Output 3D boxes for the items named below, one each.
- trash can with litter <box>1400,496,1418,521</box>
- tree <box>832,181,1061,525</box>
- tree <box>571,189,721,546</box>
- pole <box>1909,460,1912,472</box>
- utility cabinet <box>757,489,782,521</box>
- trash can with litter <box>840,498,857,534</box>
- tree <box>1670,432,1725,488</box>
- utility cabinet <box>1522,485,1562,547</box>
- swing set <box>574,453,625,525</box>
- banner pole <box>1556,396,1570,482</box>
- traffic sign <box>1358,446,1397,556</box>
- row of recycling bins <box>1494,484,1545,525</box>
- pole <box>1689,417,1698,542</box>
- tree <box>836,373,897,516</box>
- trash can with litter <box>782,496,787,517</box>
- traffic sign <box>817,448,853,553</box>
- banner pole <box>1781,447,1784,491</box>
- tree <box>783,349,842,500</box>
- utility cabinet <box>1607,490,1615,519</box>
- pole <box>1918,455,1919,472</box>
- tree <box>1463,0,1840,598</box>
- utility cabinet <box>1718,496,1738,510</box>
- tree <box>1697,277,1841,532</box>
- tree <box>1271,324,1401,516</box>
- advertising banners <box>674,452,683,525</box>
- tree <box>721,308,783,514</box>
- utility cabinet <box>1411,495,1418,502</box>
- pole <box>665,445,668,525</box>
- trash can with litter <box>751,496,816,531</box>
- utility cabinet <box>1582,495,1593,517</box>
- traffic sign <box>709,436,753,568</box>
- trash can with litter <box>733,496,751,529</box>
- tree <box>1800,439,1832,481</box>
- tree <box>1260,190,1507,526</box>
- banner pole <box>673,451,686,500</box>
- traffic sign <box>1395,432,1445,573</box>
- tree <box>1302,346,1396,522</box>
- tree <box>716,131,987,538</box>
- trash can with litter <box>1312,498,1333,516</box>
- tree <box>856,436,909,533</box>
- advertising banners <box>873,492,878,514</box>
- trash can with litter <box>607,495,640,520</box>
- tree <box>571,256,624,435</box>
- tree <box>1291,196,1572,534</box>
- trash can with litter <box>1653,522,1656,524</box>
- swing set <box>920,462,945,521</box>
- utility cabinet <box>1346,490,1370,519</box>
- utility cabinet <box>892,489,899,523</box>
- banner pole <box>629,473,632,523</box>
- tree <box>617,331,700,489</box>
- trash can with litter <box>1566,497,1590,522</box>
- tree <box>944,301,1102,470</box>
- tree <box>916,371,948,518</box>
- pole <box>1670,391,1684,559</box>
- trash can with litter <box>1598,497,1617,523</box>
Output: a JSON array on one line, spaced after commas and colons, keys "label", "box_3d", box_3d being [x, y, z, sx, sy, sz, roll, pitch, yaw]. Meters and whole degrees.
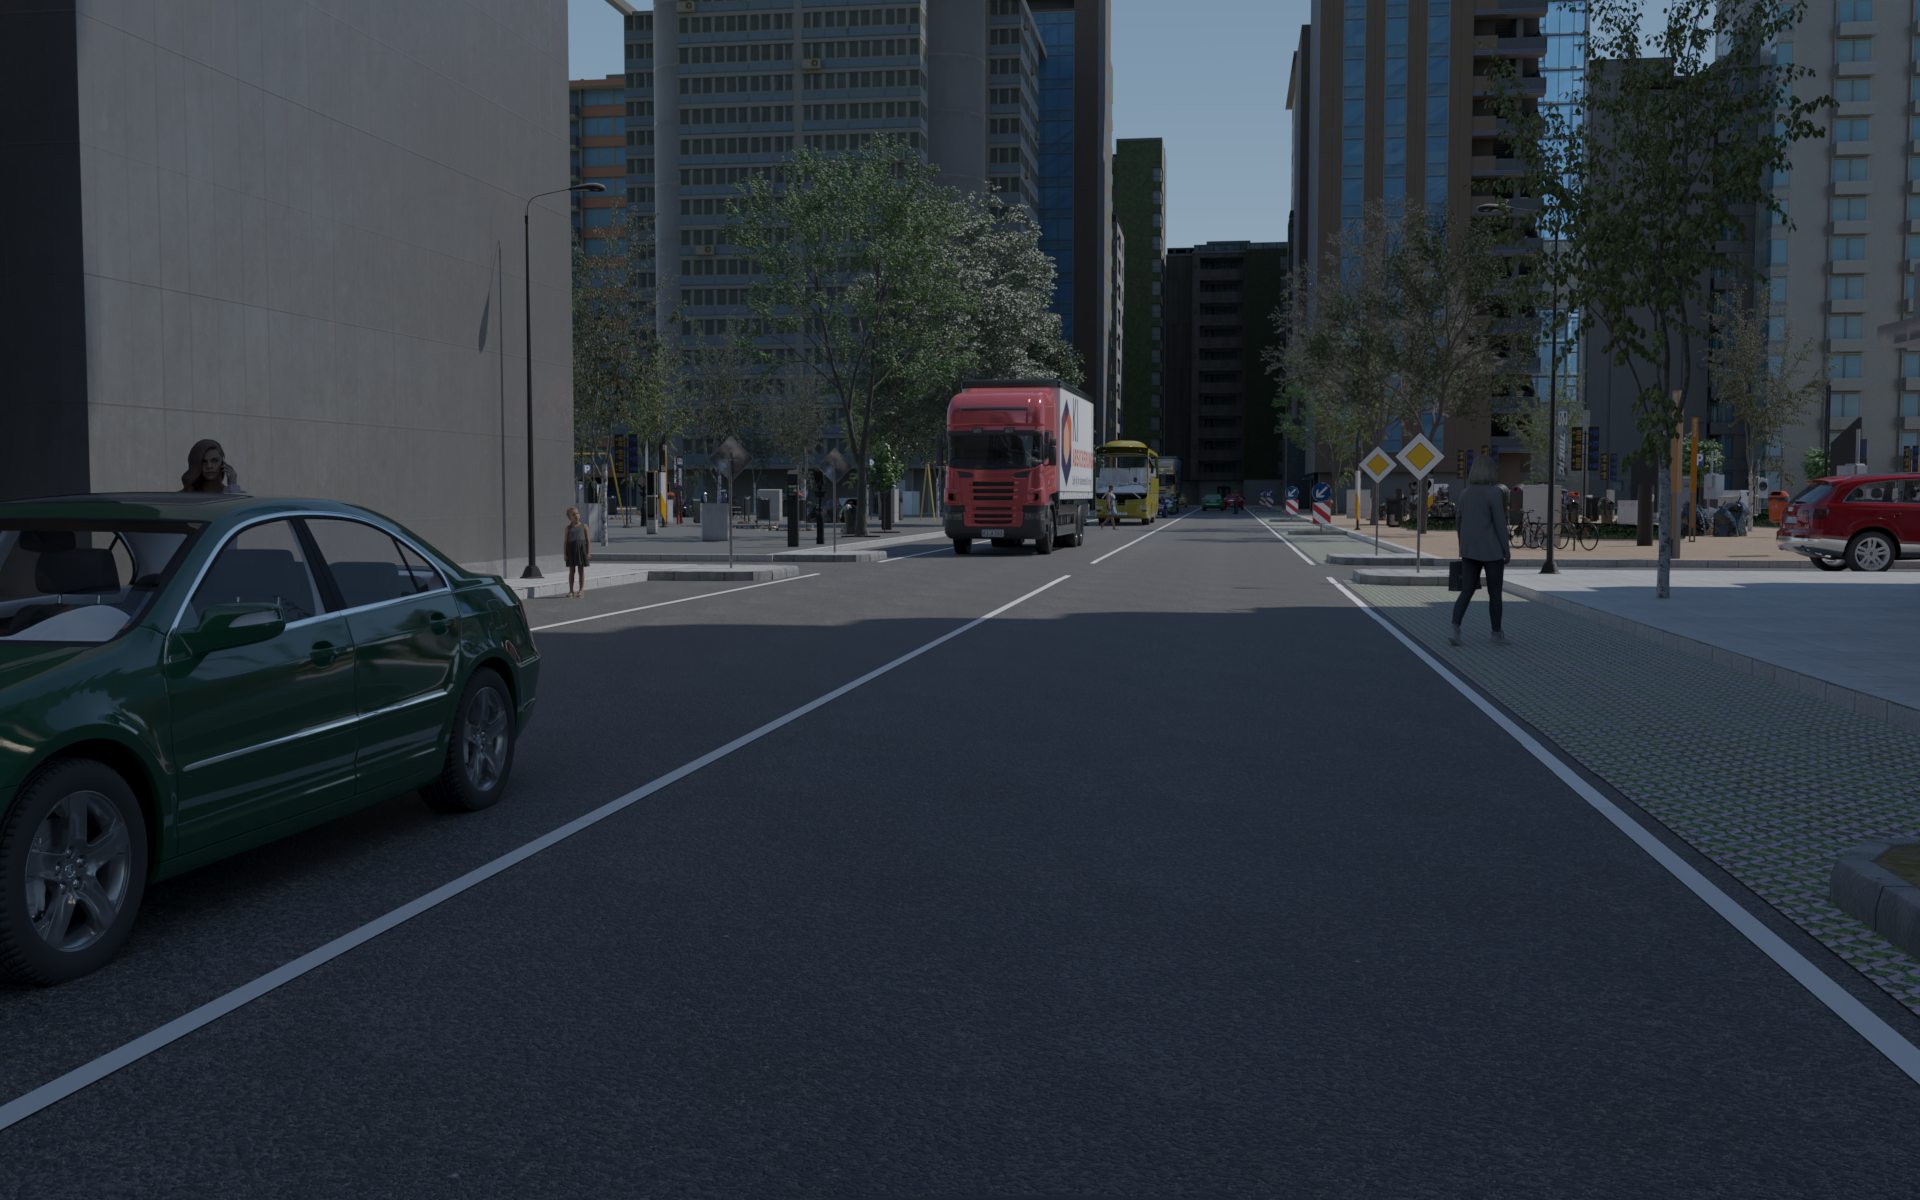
[{"label": "trash can with litter", "box_3d": [18.670, -3.708, 72.008, 1.055, 1.170, 0.624, 1, 4, 13]}, {"label": "tree", "box_3d": [-0.509, -10.067, 71.252, 9.857, 13.997, 8.962, 0, 3, 0]}, {"label": "tree", "box_3d": [-8.733, -5.651, 42.759, 4.360, 8.622, 3.978, 0, 3, 0]}, {"label": "pole", "box_3d": [56.831, -6.719, 103.693, 0.158, 3.312, 0.155, 0, 3, 0]}, {"label": "utility cabinet", "box_3d": [-9.015, -4.484, 81.999, 1.173, 1.500, 0.318, 1, 4, 20]}, {"label": "trash can with litter", "box_3d": [-3.542, -2.667, 54.988, 0.624, 1.170, 1.055, -2, 4, -25]}, {"label": "tree", "box_3d": [37.534, -6.436, 88.946, 4.285, 4.588, 4.351, 0, 3, 0]}, {"label": "utility cabinet", "box_3d": [14.125, -2.039, 42.020, 0.318, 1.500, 1.173, -1, 4, -15]}, {"label": "swing set", "box_3d": [-14.847, -4.203, 66.343, 3.119, 2.851, 2.862, 1, 4, 13]}, {"label": "banner pole", "box_3d": [14.989, -3.266, 43.410, 0.401, 3.779, 0.863, -1, 4, -16]}, {"label": "traffic sign", "box_3d": [8.671, -1.979, 36.003, 0.795, 2.450, 0.064, 1, 4, 9]}, {"label": "row of recycling bins", "box_3d": [22.651, -3.939, 71.515, 3.534, 1.692, 1.069, 3, 4, 38]}, {"label": "pole", "box_3d": [19.555, -3.201, 46.171, 0.158, 3.312, 0.155, 0, 3, 0]}, {"label": "tree", "box_3d": [-5.306, -9.137, 99.754, 4.737, 8.622, 4.395, 0, 3, 0]}, {"label": "trash can with litter", "box_3d": [-9.619, -5.279, 97.698, 1.055, 1.170, 0.624, 1, 4, 11]}, {"label": "traffic sign", "box_3d": [-2.735, -2.088, 37.783, 0.795, 2.450, 0.064, 1, 4, 9]}, {"label": "banner pole", "box_3d": [44.051, -6.292, 92.883, 0.401, 3.779, 0.863, 1, 4, 23]}, {"label": "tree", "box_3d": [-8.091, -8.371, 87.226, 4.360, 8.622, 3.978, 0, 3, 0]}, {"label": "utility cabinet", "box_3d": [33.047, -4.849, 87.963, 0.318, 1.500, 1.173, 1, 4, 16]}, {"label": "pole", "box_3d": [49.789, -5.878, 89.942, 0.158, 3.312, 0.155, 0, 3, 0]}, {"label": "tree", "box_3d": [8.445, -4.330, 21.163, 4.737, 8.622, 4.395, 0, 3, 0]}, {"label": "utility cabinet", "box_3d": [28.282, -3.221, 63.825, 0.306, 1.237, 1.020, 0, 4, -1]}, {"label": "tree", "box_3d": [27.132, -6.630, 58.766, 4.360, 8.622, 3.978, 0, 3, 0]}, {"label": "tree", "box_3d": [22.374, -10.830, 102.832, 9.928, 11.665, 9.643, 0, 3, 0]}, {"label": "advertising banners", "box_3d": [-11.897, -4.704, 73.095, 0.090, 3.025, 2.074, 0, 4, 0]}, {"label": "tree", "box_3d": [-9.650, -7.285, 69.466, 4.360, 8.622, 3.978, 0, 3, 0]}, {"label": "utility cabinet", "box_3d": [26.549, -5.512, 101.287, 0.306, 1.237, 1.020, 0, 4, 8]}, {"label": "pole", "box_3d": [-12.267, -4.775, 71.906, 0.158, 3.312, 0.155, 0, 3, 0]}, {"label": "trash can with litter", "box_3d": [-5.975, -3.023, 60.481, 2.233, 1.210, 1.678, 0, 4, 2]}, {"label": "utility cabinet", "box_3d": [35.803, -5.365, 98.878, 0.306, 1.237, 1.020, 2, 4, 35]}, {"label": "traffic sign", "box_3d": [-3.957, -1.605, 29.891, 0.795, 2.450, 0.064, 1, 4, 9]}, {"label": "trash can with litter", "box_3d": [-7.590, -3.236, 63.967, 2.233, 1.210, 1.678, 1, 4, 16]}, {"label": "tree", "box_3d": [51.813, -7.304, 103.128, 4.285, 4.588, 4.351, 0, 3, 0]}, {"label": "tree", "box_3d": [17.021, -9.787, 70.380, 12.009, 13.543, 11.850, 0, 3, 0]}, {"label": "banner pole", "box_3d": [-16.218, -6.795, 101.120, 0.401, 3.779, 0.863, 3, 5, 39]}, {"label": "traffic sign", "box_3d": [7.449, -1.497, 28.111, 0.795, 2.450, 0.064, 1, 4, 9]}, {"label": "tree", "box_3d": [18.172, -7.912, 79.729, 4.737, 8.622, 4.395, 0, 3, 0]}, {"label": "tree", "box_3d": [-3.033, -7.664, 51.059, 9.928, 11.665, 9.643, 0, 3, 0]}, {"label": "trash can with litter", "box_3d": [20.262, -5.226, 96.831, 1.055, 1.170, 0.624, 0, 4, -7]}, {"label": "tree", "box_3d": [-2.628, -3.828, 57.188, 1.663, 3.219, 1.824, 0, 3, 0]}, {"label": "advertising banners", "box_3d": [-4.883, -7.120, 112.606, 2.074, 3.025, 0.090, 3, 5, 41]}, {"label": "trash can with litter", "box_3d": [-17.237, -4.653, 87.128, 2.233, 1.210, 1.678, 1, 4, 14]}, {"label": "tree", "box_3d": [-14.483, -7.483, 56.756, 7.601, 10.594, 8.767, 0, 4, 6]}, {"label": "tree", "box_3d": [14.816, -7.387, 55.185, 8.767, 10.594, 7.601, 1, 4, 10]}, {"label": "trash can with litter", "box_3d": [26.770, -3.414, 66.874, 1.678, 1.210, 2.233, 2, 4, 34]}, {"label": "swing set", "box_3d": [-0.086, -5.263, 83.674, 3.119, 2.851, 2.862, -1, 4, -15]}, {"label": "utility cabinet", "box_3d": [20.589, -4.944, 89.518, 1.173, 1.500, 0.318, 1, 4, 9]}, {"label": "utility cabinet", "box_3d": [-2.968, -4.171, 76.876, 0.318, 1.500, 1.173, 0, 4, 7]}, {"label": "banner pole", "box_3d": [-14.415, -5.248, 75.819, 0.401, 3.779, 0.863, 0, 4, -4]}, {"label": "tree", "box_3d": [-13.960, -7.846, 78.651, 4.737, 8.622, 4.395, 0, 3, 0]}, {"label": "trash can with litter", "box_3d": [25.426, -3.652, 71.104, 1.055, 1.170, 0.624, 2, 4, 26]}, {"label": "tree", "box_3d": [3.787, -11.210, 100.295, 9.611, 12.733, 9.660, 0, 3, 0]}, {"label": "tree", "box_3d": [-1.077, -8.702, 92.641, 4.360, 8.622, 3.978, 0, 3, 0]}, {"label": "pole", "box_3d": [14.160, -2.471, 34.243, 0.158, 3.312, 0.155, 0, 3, 0]}, {"label": "trash can with litter", "box_3d": [27.572, -3.783, 73.236, 1.055, 1.170, 0.624, 0, 4, -5]}]
